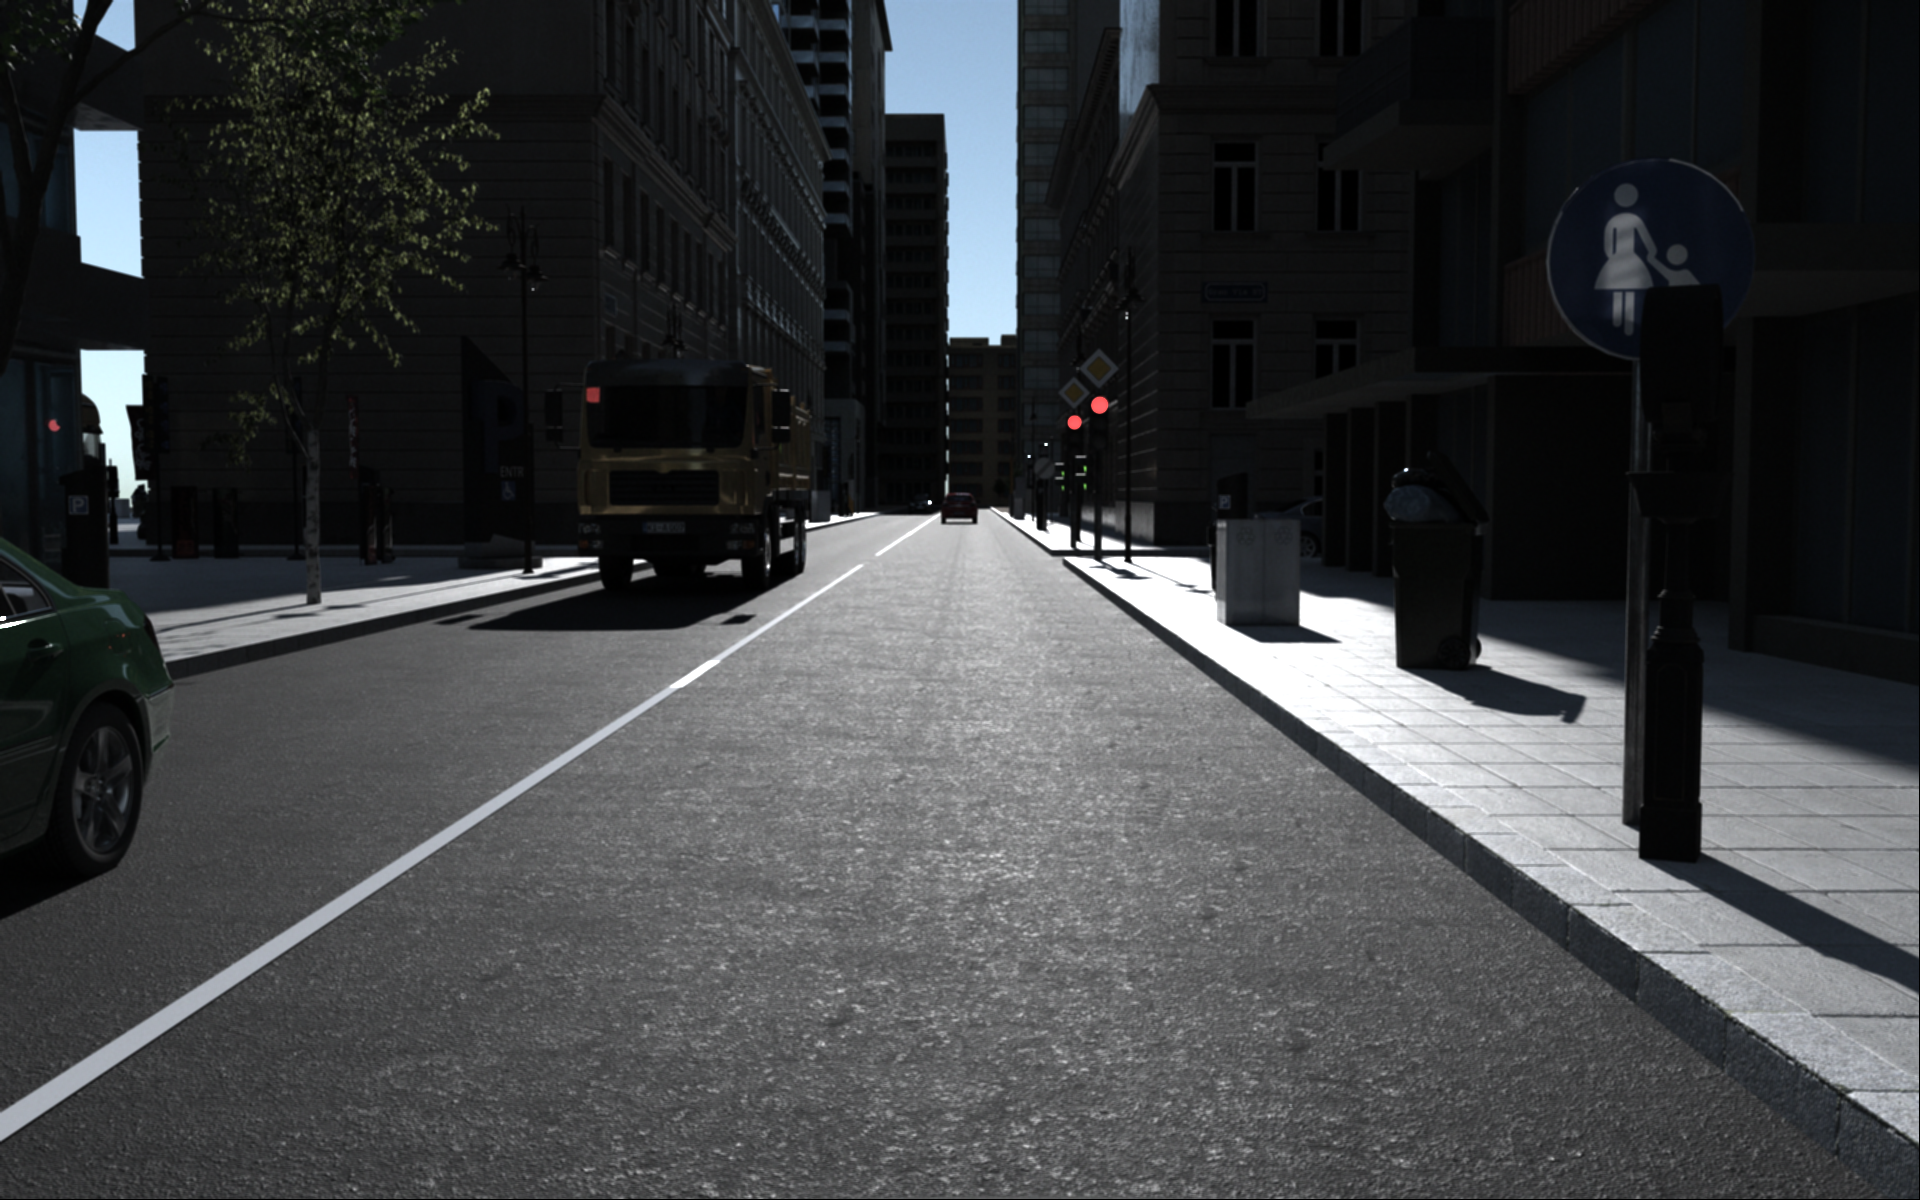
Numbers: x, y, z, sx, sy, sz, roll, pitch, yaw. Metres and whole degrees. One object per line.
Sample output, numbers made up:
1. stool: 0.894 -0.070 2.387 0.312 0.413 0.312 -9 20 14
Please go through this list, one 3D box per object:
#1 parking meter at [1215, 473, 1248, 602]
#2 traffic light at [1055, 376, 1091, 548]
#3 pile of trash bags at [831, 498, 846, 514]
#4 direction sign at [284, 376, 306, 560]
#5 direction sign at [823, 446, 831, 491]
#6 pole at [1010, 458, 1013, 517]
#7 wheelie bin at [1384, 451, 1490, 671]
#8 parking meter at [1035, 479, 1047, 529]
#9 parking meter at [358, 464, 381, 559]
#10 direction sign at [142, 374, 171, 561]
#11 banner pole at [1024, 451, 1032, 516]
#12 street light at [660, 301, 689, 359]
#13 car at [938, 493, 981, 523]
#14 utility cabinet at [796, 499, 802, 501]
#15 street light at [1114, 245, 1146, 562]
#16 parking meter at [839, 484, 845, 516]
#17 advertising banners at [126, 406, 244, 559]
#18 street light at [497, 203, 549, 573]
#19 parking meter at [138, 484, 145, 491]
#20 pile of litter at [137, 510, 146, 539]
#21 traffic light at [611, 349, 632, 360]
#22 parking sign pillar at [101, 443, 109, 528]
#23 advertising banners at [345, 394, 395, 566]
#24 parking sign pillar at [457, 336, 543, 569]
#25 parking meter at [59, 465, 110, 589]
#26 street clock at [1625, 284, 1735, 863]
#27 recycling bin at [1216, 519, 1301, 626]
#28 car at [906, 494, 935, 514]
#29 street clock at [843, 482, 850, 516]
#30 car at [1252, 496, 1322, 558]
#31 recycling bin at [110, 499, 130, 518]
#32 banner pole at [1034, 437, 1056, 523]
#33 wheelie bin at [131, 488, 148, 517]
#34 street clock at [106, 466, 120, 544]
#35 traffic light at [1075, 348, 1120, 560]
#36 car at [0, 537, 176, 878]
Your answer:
1. parking meter: 3.230 -0.746 20.611 0.372 1.533 0.369 0 3 0
2. traffic light: 2.701 -3.211 41.418 0.839 4.253 0.868 0 4 0
3. pile of trash bags: -9.021 -6.434 114.950 3.447 1.369 1.912 3 5 41
4. direction sign: -12.938 -2.550 33.686 0.379 3.537 0.876 -3 5 -40
5. direction sign: -6.350 -5.537 82.525 0.379 3.537 0.876 1 4 20
6. pole: 2.889 -6.294 96.744 0.158 3.312 0.155 0 3 0
7. wheelie bin: 3.528 -0.302 12.849 0.693 1.594 0.980 2 4 24
8. parking meter: 2.962 -3.516 63.199 0.399 1.863 0.255 1 4 15
9. parking meter: -11.649 -1.743 34.211 0.399 1.863 0.255 0 4 6
10. direction sign: -15.385 -2.521 33.210 0.379 3.537 0.876 0 4 4
11. banner pole: 4.020 -6.812 101.387 0.863 3.779 0.401 1 4 19
12. street light: -6.851 -4.215 41.703 0.468 5.910 1.993 0 4 0
13. car: -0.038 -4.709 86.040 2.155 1.783 4.494 0 4 0
14. utility cabinet: -7.536 -4.294 81.375 0.306 1.237 1.020 0 4 -1
15. street light: 3.163 -3.649 32.446 0.468 5.910 1.993 0 4 0
16. parking meter: -6.804 -5.750 99.724 0.255 1.863 0.399 1 4 20
17. advertising banners: -15.329 -2.329 34.266 2.074 3.025 0.090 -1 4 -16
18. street light: -6.999 -3.371 27.901 0.468 5.910 1.993 0 4 0
19. parking meter: -47.174 -5.754 99.791 0.399 1.863 0.255 -1 4 -21
20. pile of litter: -23.028 -2.186 49.707 1.176 0.858 1.719 0 4 -3
21. traffic light: -6.509 -2.725 33.472 0.839 4.253 0.868 0 4 0
22. parking sign pillar: -33.104 -4.754 66.200 1.447 3.967 1.447 3 5 45
23. advertising banners: -10.665 -2.148 31.311 0.090 3.025 2.074 0 4 3
24. parking sign pillar: -8.010 -2.545 30.091 1.447 3.967 1.447 2 4 30
25. parking meter: -7.596 -0.405 15.038 0.372 1.533 0.369 0 3 0
26. street clock: 2.516 -0.092 6.076 0.358 2.002 0.471 2 4 28
27. recycling bin: 2.953 -0.283 17.187 0.722 1.027 0.722 0 4 0
28. car: -2.811 -6.958 123.547 2.009 1.686 4.222 0 4 -1
29. street clock: -6.508 -5.852 100.247 0.471 2.002 0.358 -2 4 -34
30. car: 8.475 -1.540 37.182 4.499 1.417 2.014 0 4 0
31. recycling bin: -45.026 -4.910 92.825 0.722 1.027 0.722 0 4 7
32. banner pole: 3.839 -5.292 76.537 0.863 3.779 0.401 2 4 28
33. wheelie bin: -44.941 -5.324 94.956 0.693 1.594 0.980 0 4 7
34. street clock: -21.749 -2.440 44.462 0.358 2.002 0.471 -2 4 -32
35. traffic light: 2.653 -2.722 33.433 0.839 4.253 0.868 0 4 0
36. car: -4.101 0.406 5.165 2.131 1.459 4.920 0 4 -1
